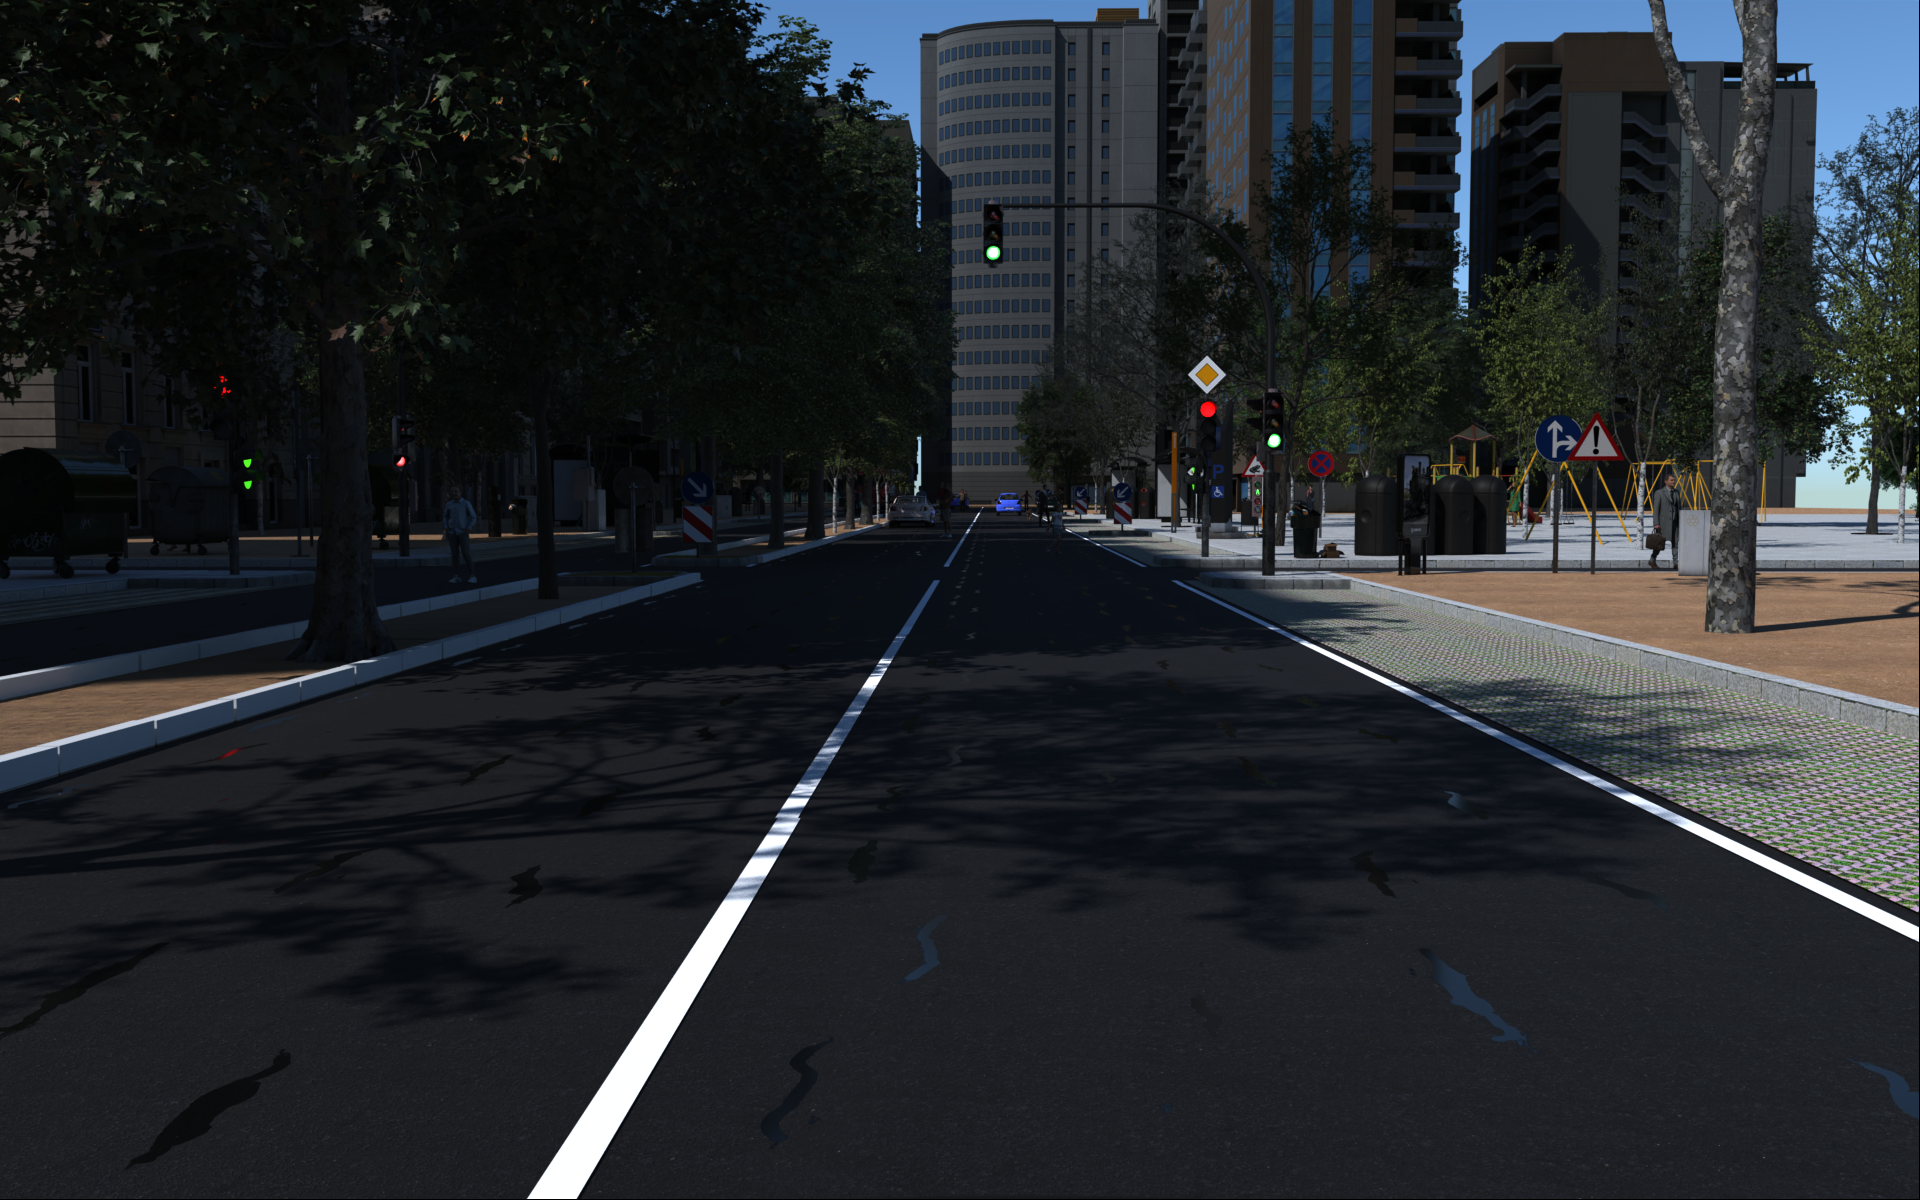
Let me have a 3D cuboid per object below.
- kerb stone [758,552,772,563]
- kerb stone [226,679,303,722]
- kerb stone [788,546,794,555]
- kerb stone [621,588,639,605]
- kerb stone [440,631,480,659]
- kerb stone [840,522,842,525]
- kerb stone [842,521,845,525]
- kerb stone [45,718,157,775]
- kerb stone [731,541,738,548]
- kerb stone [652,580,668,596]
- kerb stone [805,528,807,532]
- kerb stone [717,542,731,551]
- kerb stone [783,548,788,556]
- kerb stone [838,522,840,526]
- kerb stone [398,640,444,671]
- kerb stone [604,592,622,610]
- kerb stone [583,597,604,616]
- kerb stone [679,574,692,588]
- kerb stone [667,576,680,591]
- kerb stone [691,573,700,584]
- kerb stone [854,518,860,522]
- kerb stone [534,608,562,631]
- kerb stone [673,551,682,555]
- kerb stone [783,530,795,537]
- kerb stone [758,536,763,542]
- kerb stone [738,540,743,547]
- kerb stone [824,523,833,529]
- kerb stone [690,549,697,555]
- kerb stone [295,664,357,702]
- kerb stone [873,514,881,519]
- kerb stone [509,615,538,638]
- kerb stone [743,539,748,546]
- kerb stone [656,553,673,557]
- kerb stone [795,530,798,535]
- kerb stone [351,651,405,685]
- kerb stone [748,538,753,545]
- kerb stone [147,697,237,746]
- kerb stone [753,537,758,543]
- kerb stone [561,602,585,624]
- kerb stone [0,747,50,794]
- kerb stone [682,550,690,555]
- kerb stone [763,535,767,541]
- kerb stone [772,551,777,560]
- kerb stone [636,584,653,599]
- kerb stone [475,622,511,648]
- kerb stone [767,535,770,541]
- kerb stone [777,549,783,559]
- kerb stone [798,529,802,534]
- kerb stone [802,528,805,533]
[{"bbox_3d":[-4.142,-0.874,36.478,0.120,0.150,1.000,0,4,1],"label":"kerb stone"},{"bbox_3d":[-4.599,0.666,11.390,0.120,0.150,1.000,0,4,1],"label":"kerb stone"},{"bbox_3d":[-4.068,-1.124,40.571,0.120,0.150,1.000,0,4,1],"label":"kerb stone"},{"bbox_3d":[-4.401,-0.025,22.657,0.120,0.150,1.000,0,4,1],"label":"kerb stone"},{"bbox_3d":[-4.523,0.410,15.488,0.120,0.150,1.000,0,4,1],"label":"kerb stone"},{"bbox_3d":[-5.505,-3.386,77.559,0.120,0.150,1.000,0,4,1],"label":"kerb stone"},{"bbox_3d":[-5.463,-3.508,79.609,0.120,0.150,1.000,0,4,1],"label":"kerb stone"},{"bbox_3d":[-4.636,0.787,9.323,0.120,0.150,1.000,0,4,1],"label":"kerb stone"},{"bbox_3d":[-6.073,-1.441,45.758,0.120,0.150,1.000,0,4,1],"label":"kerb stone"},{"bbox_3d":[-4.358,-0.154,24.708,0.120,0.150,1.000,0,4,1],"label":"kerb stone"},{"bbox_3d":[-5.769,-2.508,63.199,0.120,0.150,1.000,0,4,1],"label":"kerb stone"},{"bbox_3d":[-6.102,-1.378,44.730,0.120,0.150,1.000,0,4,1],"label":"kerb stone"},{"bbox_3d":[-4.095,-1.054,39.545,0.120,0.150,1.000,0,4,1],"label":"kerb stone"},{"bbox_3d":[-5.533,-3.321,76.537,0.120,0.150,1.000,0,4,1],"label":"kerb stone"},{"bbox_3d":[-4.547,0.475,14.467,0.120,0.150,1.000,0,4,1],"label":"kerb stone"},{"bbox_3d":[-4.419,0.041,21.636,0.120,0.150,1.000,0,4,1],"label":"kerb stone"},{"bbox_3d":[-4.440,0.097,20.613,0.120,0.150,1.000,0,4,1],"label":"kerb stone"},{"bbox_3d":[-4.324,-0.279,26.759,0.120,0.150,1.000,0,4,1],"label":"kerb stone"},{"bbox_3d":[-4.342,-0.217,25.738,0.120,0.150,1.000,0,4,1],"label":"kerb stone"},{"bbox_3d":[-4.309,-0.339,27.787,0.120,0.150,1.000,0,4,1],"label":"kerb stone"},{"bbox_3d":[-5.281,-4.139,89.867,0.120,0.150,1.000,0,4,1],"label":"kerb stone"},{"bbox_3d":[-4.471,0.223,18.555,0.120,0.150,1.000,0,4,1],"label":"kerb stone"},{"bbox_3d":[-6.224,-0.939,37.545,0.120,0.150,1.000,0,4,1],"label":"kerb stone"},{"bbox_3d":[-5.844,-2.257,59.091,0.120,0.150,1.000,0,4,1],"label":"kerb stone"},{"bbox_3d":[-5.982,-1.755,50.897,0.120,0.150,1.000,0,4,1],"label":"kerb stone"},{"bbox_3d":[-6.060,-1.494,46.784,0.120,0.150,1.000,0,4,1],"label":"kerb stone"},{"bbox_3d":[-5.580,-3.130,73.463,0.120,0.150,1.000,0,4,1],"label":"kerb stone"},{"bbox_3d":[-6.186,-1.064,39.594,0.120,0.150,1.000,0,4,1],"label":"kerb stone"},{"bbox_3d":[-4.581,0.604,12.413,0.120,0.150,1.000,0,4,1],"label":"kerb stone"},{"bbox_3d":[-5.027,-5.020,104.267,0.120,0.150,1.000,0,4,1],"label":"kerb stone"},{"bbox_3d":[-4.493,0.291,17.533,0.120,0.150,1.000,0,4,1],"label":"kerb stone"},{"bbox_3d":[-6.046,-1.566,47.806,0.120,0.150,1.000,0,4,1],"label":"kerb stone"},{"bbox_3d":[-6.248,-0.876,36.517,0.120,0.150,1.000,0,4,1],"label":"kerb stone"},{"bbox_3d":[-5.826,-2.319,60.113,0.120,0.150,1.000,0,4,1],"label":"kerb stone"},{"bbox_3d":[-4.562,0.539,13.445,0.120,0.150,1.000,0,4,1],"label":"kerb stone"},{"bbox_3d":[-6.025,-1.627,48.837,0.120,0.150,1.000,0,4,1],"label":"kerb stone"},{"bbox_3d":[-4.619,0.730,10.354,0.120,0.150,1.000,0,4,1],"label":"kerb stone"},{"bbox_3d":[-6.004,-1.691,49.871,0.120,0.150,1.000,0,4,1],"label":"kerb stone"},{"bbox_3d":[-4.449,0.160,19.583,0.120,0.150,1.000,0,4,1],"label":"kerb stone"},{"bbox_3d":[-4.649,0.850,8.298,0.120,0.150,1.000,0,4,1],"label":"kerb stone"},{"bbox_3d":[-6.211,-1.001,38.567,0.120,0.150,1.000,0,4,1],"label":"kerb stone"},{"bbox_3d":[-5.976,-1.817,51.919,0.120,0.150,1.000,0,4,1],"label":"kerb stone"},{"bbox_3d":[-4.131,-0.931,37.501,0.120,0.150,1.000,0,4,1],"label":"kerb stone"},{"bbox_3d":[-4.391,-0.091,23.685,0.120,0.150,1.000,0,4,1],"label":"kerb stone"},{"bbox_3d":[-4.508,0.351,16.511,0.120,0.150,1.000,0,4,1],"label":"kerb stone"},{"bbox_3d":[-5.955,-1.880,52.941,0.120,0.150,1.000,0,4,1],"label":"kerb stone"},{"bbox_3d":[-4.109,-0.995,38.523,0.120,0.150,1.000,0,4,1],"label":"kerb stone"},{"bbox_3d":[-5.798,-2.382,61.145,0.120,0.150,1.000,0,4,1],"label":"kerb stone"},{"bbox_3d":[-5.781,-2.445,62.167,0.120,0.150,1.000,0,4,1],"label":"kerb stone"}]
